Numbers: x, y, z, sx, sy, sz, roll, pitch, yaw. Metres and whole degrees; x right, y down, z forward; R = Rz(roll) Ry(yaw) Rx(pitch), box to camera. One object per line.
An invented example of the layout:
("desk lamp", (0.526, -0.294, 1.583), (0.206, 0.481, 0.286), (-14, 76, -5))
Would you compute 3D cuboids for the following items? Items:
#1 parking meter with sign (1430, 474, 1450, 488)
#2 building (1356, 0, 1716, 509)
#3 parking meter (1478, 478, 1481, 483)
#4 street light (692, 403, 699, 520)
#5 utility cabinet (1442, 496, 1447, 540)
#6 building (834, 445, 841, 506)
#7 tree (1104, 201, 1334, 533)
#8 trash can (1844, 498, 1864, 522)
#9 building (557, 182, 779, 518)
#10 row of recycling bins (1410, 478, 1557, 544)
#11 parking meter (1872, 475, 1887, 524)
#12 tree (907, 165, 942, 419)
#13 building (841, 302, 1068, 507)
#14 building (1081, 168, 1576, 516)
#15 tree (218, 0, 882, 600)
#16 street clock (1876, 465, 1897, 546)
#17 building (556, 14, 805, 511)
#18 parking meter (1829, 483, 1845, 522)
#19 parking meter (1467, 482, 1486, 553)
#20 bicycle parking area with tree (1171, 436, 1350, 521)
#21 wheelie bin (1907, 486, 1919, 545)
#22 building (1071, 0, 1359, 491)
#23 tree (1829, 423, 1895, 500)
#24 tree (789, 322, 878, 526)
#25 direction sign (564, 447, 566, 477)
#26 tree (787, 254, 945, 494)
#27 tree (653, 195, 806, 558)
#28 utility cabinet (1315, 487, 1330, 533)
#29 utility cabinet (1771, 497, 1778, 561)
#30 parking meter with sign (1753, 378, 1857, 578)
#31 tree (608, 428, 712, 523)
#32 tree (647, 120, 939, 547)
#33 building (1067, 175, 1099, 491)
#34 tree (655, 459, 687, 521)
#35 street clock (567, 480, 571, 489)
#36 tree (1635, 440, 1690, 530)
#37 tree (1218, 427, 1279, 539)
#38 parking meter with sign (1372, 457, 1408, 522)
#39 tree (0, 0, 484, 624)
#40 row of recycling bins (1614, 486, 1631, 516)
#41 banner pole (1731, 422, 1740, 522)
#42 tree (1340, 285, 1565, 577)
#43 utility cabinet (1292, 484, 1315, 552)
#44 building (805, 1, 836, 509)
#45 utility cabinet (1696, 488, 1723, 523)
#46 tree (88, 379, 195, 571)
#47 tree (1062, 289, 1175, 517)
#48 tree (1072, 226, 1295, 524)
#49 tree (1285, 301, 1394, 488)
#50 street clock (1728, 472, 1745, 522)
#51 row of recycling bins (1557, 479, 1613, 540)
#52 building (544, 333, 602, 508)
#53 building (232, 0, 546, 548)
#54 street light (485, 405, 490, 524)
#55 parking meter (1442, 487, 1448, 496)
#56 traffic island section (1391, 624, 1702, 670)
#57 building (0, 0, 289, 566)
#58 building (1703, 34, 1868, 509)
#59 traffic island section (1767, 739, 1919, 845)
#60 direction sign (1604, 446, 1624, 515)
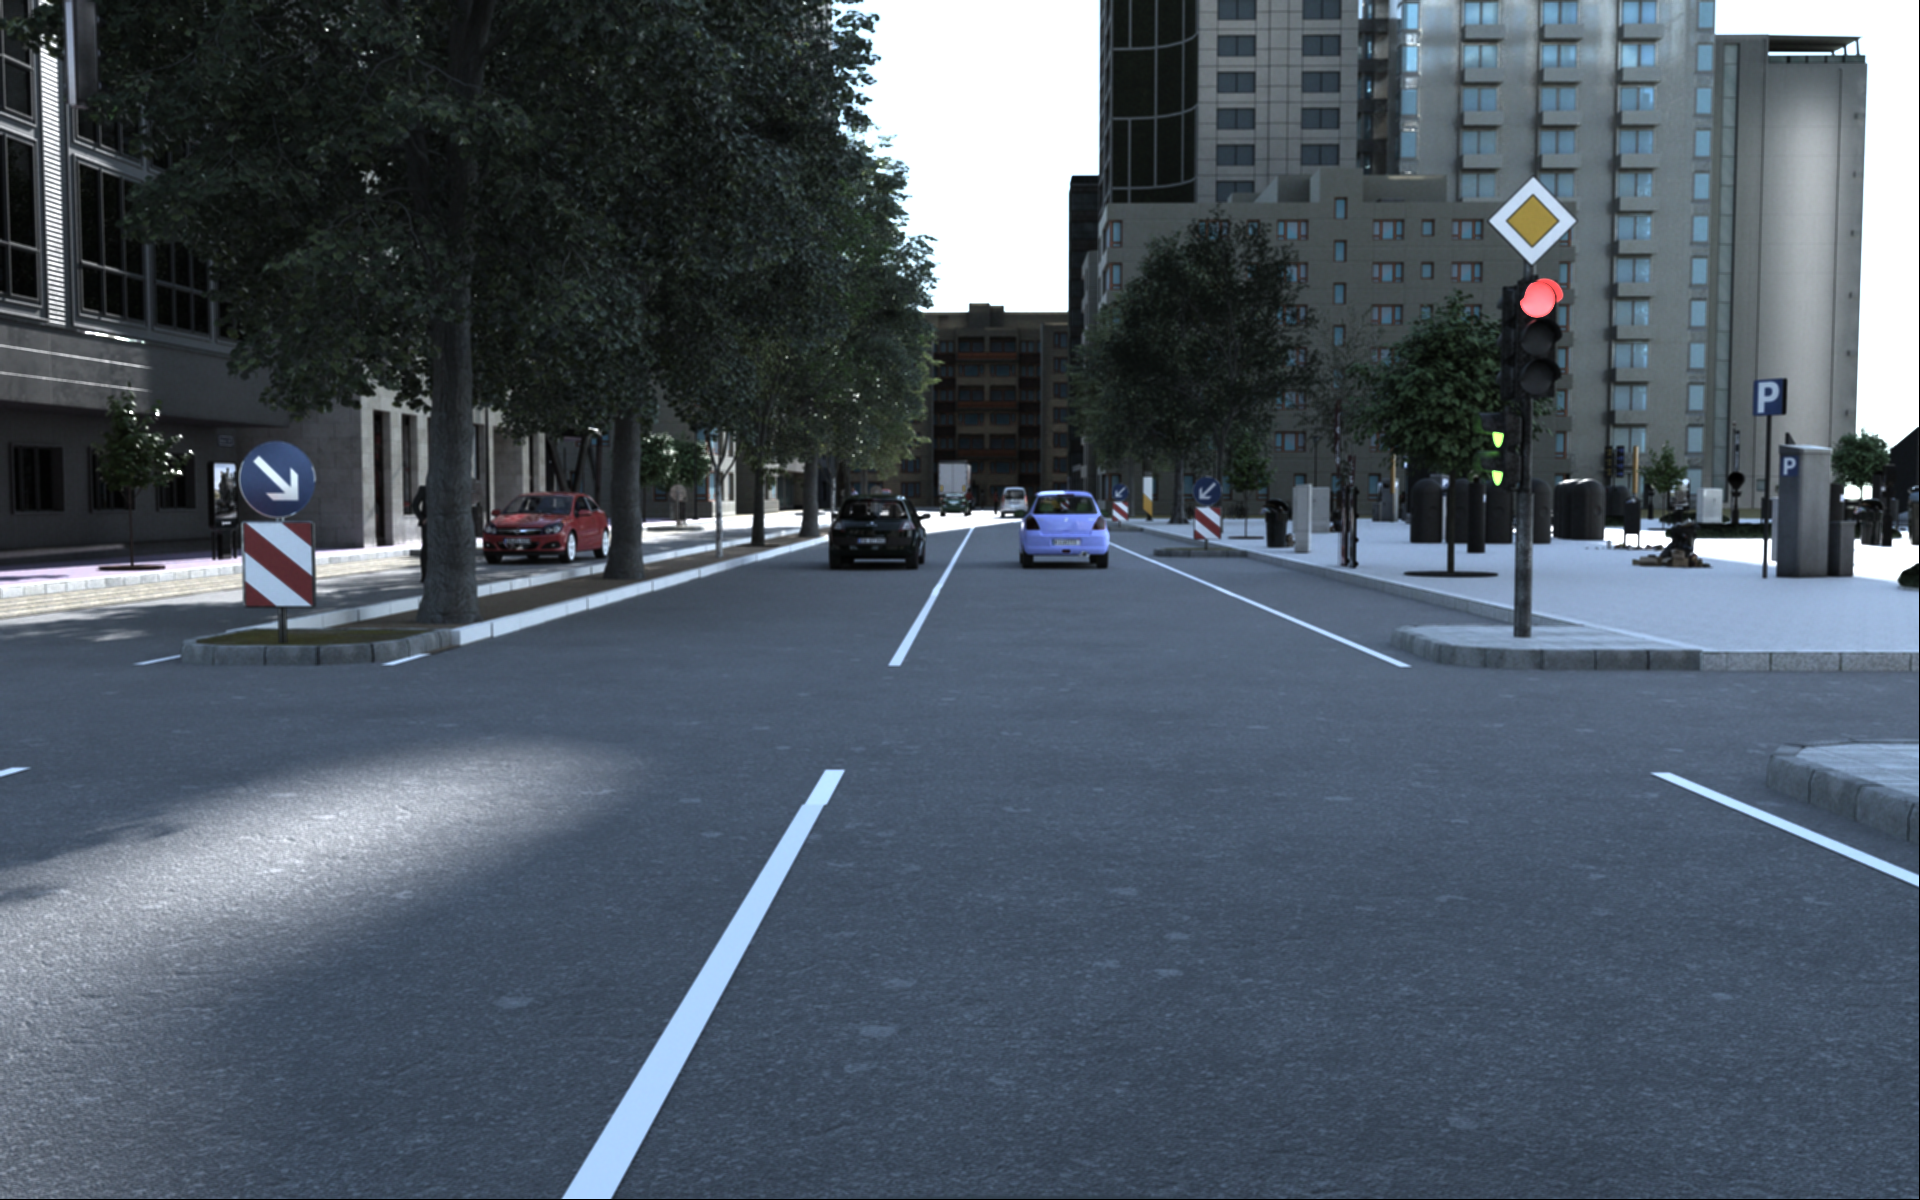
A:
("parking meter with sign", (18.048, -4.213, 65.138), (0.543, 3.016, 1.738), (-1, 4, -22))
("building", (49.484, -32.639, 153.252), (30.456, 49.044, 23.786), (0, 4, 1))
("parking meter", (18.483, -3.456, 62.212), (0.399, 1.863, 0.255), (2, 4, 32))
("street light", (-12.543, -6.914, 85.578), (1.470, 5.913, 1.316), (0, 4, 1))
("utility cabinet", (13.833, -2.304, 48.835), (1.020, 1.237, 0.306), (-1, 4, -21))
("building", (-27.002, -21.026, 188.812), (28.899, 21.520, 27.650), (0, 4, 1))
("tree", (8.289, -7.458, 56.348), (8.767, 10.594, 7.601), (2, 4, 35))
("trash can", (30.070, -2.863, 58.458), (0.748, 1.137, 0.748), (0, 3, 0))
("building", (-26.682, -15.948, 105.791), (27.650, 21.520, 28.899), (0, 4, 1))
("row of recycling bins", (13.614, -2.335, 45.296), (3.534, 1.692, 1.069), (1, 4, 12))
("parking meter", (27.615, -2.833, 52.038), (0.399, 1.863, 0.255), (-2, 4, -25))
("tree", (-5.019, -9.065, 57.329), (9.857, 13.997, 8.962), (0, 3, 0))
("building", (2.968, -20.994, 188.285), (28.899, 21.520, 27.650), (0, 4, 1))
("building", (22.806, -16.652, 117.298), (27.650, 21.520, 28.899), (0, 4, 1))
("tree", (-5.671, -7.327, 28.909), (9.857, 13.997, 8.962), (0, 3, 0))
("street clock", (22.845, -2.328, 42.625), (0.358, 2.002, 0.471), (1, 4, 13))
("building", (-23.328, -30.973, 130.111), (21.300, 48.544, 21.600), (0, 4, 1))
("parking meter", (20.637, -1.983, 40.838), (0.372, 1.533, 0.369), (0, 3, 0))
("parking meter", (11.283, -1.799, 37.823), (0.372, 1.533, 0.369), (0, 3, 0))
("bicycle parking area with tree", (15.137, -6.091, 86.597), (8.231, 4.147, 9.016), (3, 5, 39))
("wheelie bin", (24.053, -2.164, 43.287), (0.693, 1.594, 0.980), (1, 4, 20))
("building", (19.911, -42.954, 140.548), (20.563, 71.187, 20.611), (0, 4, 1))
("tree", (41.354, -5.858, 79.490), (4.285, 4.588, 4.351), (0, 3, 0))
("tree", (-4.785, -6.864, 65.052), (4.360, 8.622, 3.978), (0, 3, 0))
("direction sign", (-19.232, -5.649, 84.360), (0.379, 3.537, 0.876), (-1, 4, -9))
("tree", (-4.582, -9.808, 80.952), (7.486, 12.596, 7.792), (0, 3, 0))
("tree", (-5.356, -5.228, 38.301), (4.737, 8.622, 4.395), (0, 3, 0))
("utility cabinet", (11.486, -2.934, 56.653), (1.173, 1.500, 0.318), (0, 4, 4))
("utility cabinet", (15.996, -1.350, 33.236), (1.020, 1.237, 0.306), (-2, 4, -33))
("parking meter with sign", (13.043, -1.861, 26.684), (1.738, 3.016, 0.543), (-2, 4, -24))
("tree", (-14.282, -5.763, 77.931), (4.285, 4.588, 4.351), (0, 3, 0))
("tree", (-5.389, -7.244, 46.644), (9.928, 11.665, 9.643), (0, 3, 0))
("building", (16.832, -23.699, 159.177), (14.160, 30.474, 14.107), (0, 4, 1))
("tree", (-13.629, -5.364, 82.302), (1.663, 3.219, 1.824), (0, 3, 0))
("street clock", (-20.175, -5.177, 89.213), (0.358, 2.002, 0.471), (-1, 4, -20))
("tree", (25.164, -4.098, 61.599), (1.663, 3.219, 1.824), (0, 3, 0))
("tree", (8.127, -3.374, 49.773), (1.663, 3.219, 1.824), (0, 3, 0))
("parking meter with sign", (20.025, -5.159, 80.605), (0.543, 3.016, 1.738), (-3, 5, -43))
("tree", (-5.700, -6.719, 18.970), (9.857, 13.997, 8.962), (0, 3, 0))
("row of recycling bins", (32.337, -4.835, 86.168), (1.069, 1.692, 3.534), (0, 4, -3))
("banner pole", (26.932, -4.291, 60.179), (0.401, 3.779, 0.863), (0, 4, 8))
("tree", (7.833, -2.661, 27.228), (4.285, 4.588, 4.351), (0, 3, 0))
("utility cabinet", (7.557, -1.803, 38.166), (0.318, 1.500, 1.173), (1, 4, 14))
("building", (-22.485, -43.893, 155.895), (20.611, 71.187, 20.563), (0, 4, 1))
("utility cabinet", (28.386, -3.480, 65.577), (1.173, 1.500, 0.318), (-2, 4, -32))
("tree", (-14.090, -2.124, 29.330), (1.663, 3.219, 1.824), (0, 3, 0))
("tree", (9.181, -10.923, 96.721), (7.486, 12.596, 7.792), (0, 3, 0))
("tree", (9.491, -9.624, 74.358), (9.611, 12.733, 9.660), (0, 3, 0))
("tree", (14.375, -7.030, 65.311), (4.360, 8.622, 3.978), (0, 3, 0))
("street clock", (25.171, -3.157, 56.179), (0.471, 2.002, 0.358), (3, 4, 37))
("row of recycling bins", (17.751, -2.613, 49.829), (1.069, 1.692, 3.534), (1, 4, 9))
("building", (-22.565, -12.133, 65.830), (16.820, 18.784, 16.811), (0, 4, 1))
("building", (-19.118, -11.868, 48.787), (10.420, 20.320, 16.860), (0, 4, 1))
("street light", (-13.282, -4.774, 50.592), (1.470, 5.913, 1.316), (0, 4, 1))
("parking meter", (15.277, -2.809, 54.336), (0.372, 1.533, 0.369), (0, 3, 0))
("traffic island section", (5.076, 0.411, 15.569), (2.009, 0.180, 2.903), (0, 4, 1))
("building", (-22.504, -14.328, 27.766), (14.314, 27.812, 24.014), (0, 4, 1))
("building", (71.840, -29.009, 157.890), (14.086, 41.232, 14.154), (0, 4, 1))
("traffic island section", (4.929, 0.899, 7.585), (2.009, 0.180, 2.903), (0, 4, 1))
("direction sign", (30.849, -5.488, 81.725), (0.876, 3.537, 0.379), (2, 4, 34))
